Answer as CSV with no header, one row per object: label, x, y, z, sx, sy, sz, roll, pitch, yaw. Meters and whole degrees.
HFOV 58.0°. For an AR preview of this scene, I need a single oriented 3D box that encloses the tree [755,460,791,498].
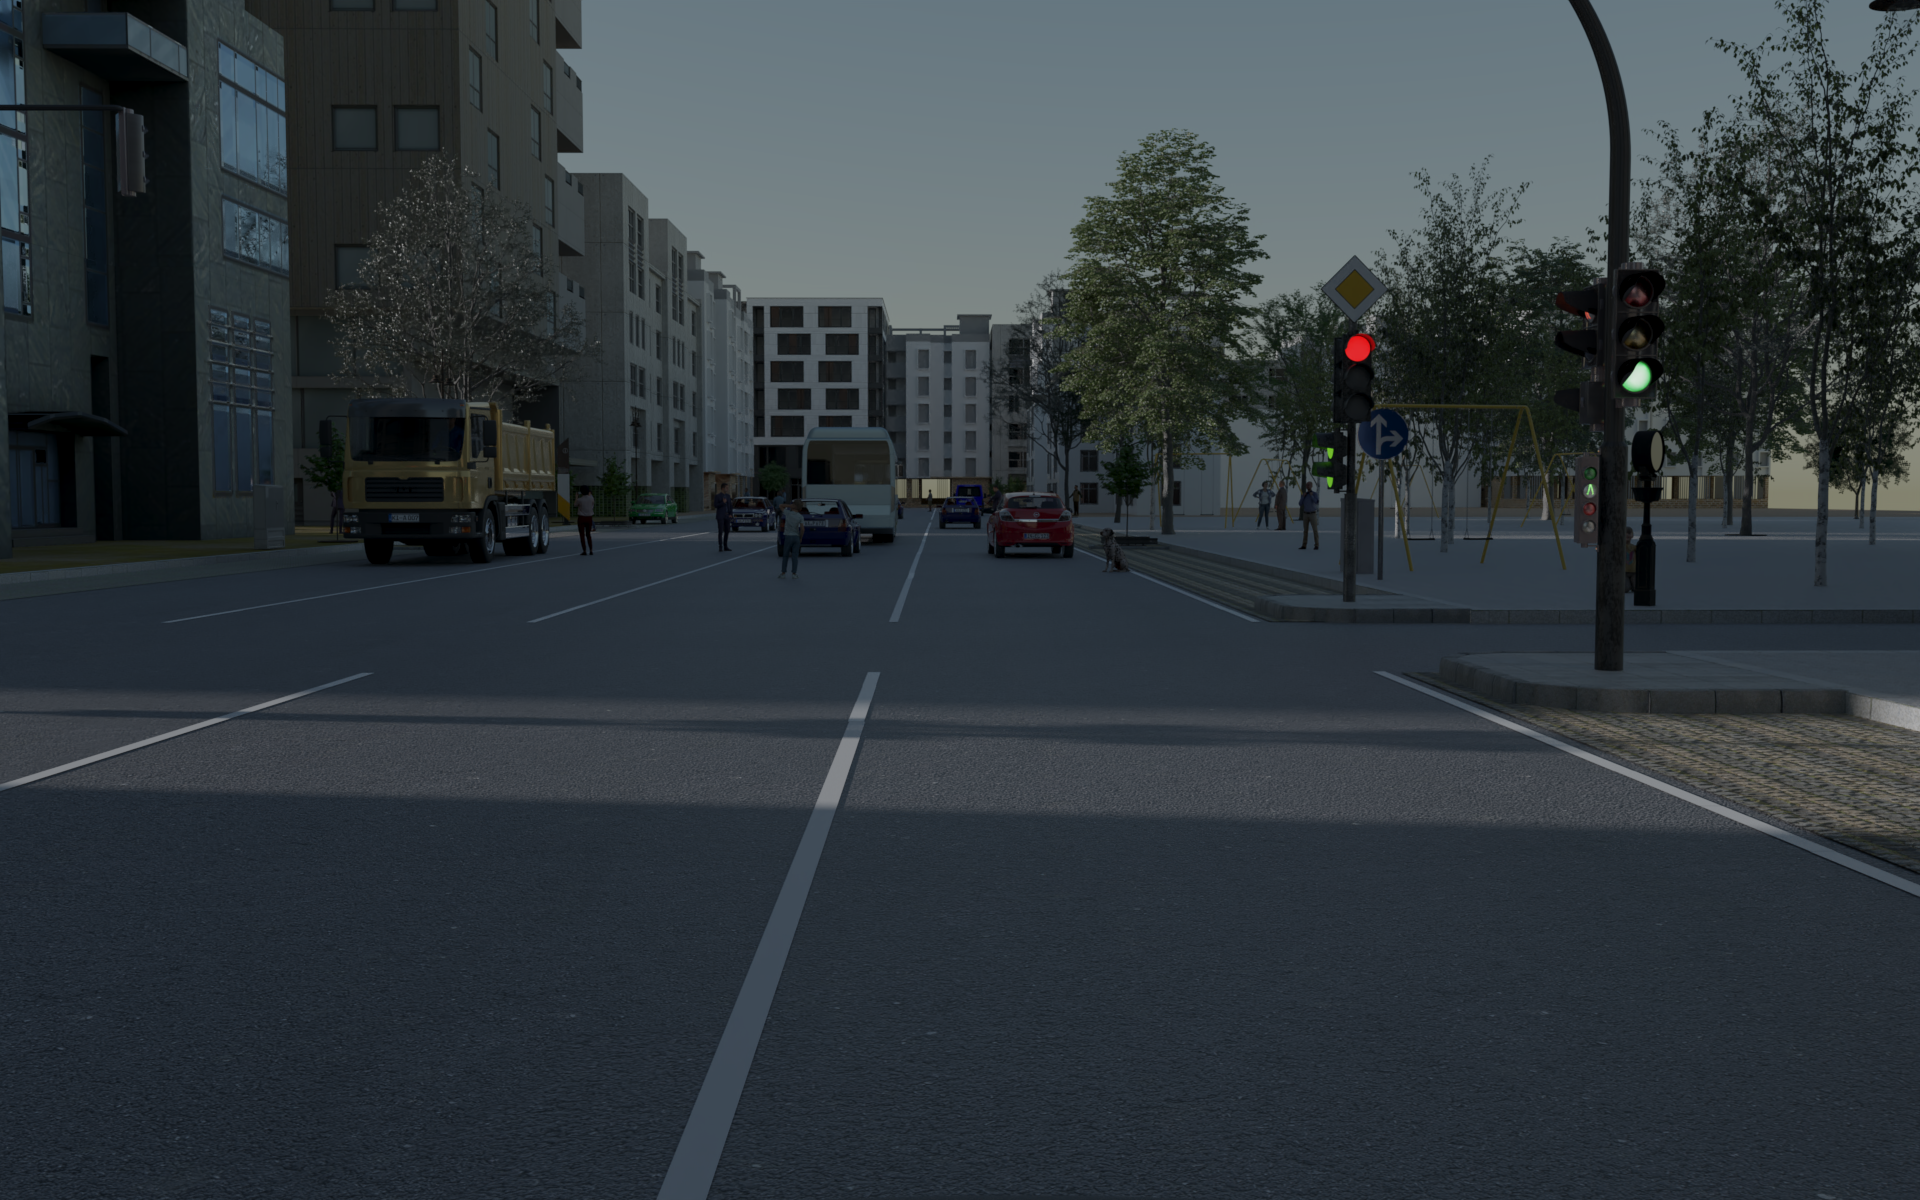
tree,-17.830,-11.104,165.268,4.285,4.588,4.351,0,3,0

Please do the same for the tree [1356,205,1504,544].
tree,12.650,-5.734,44.114,4.737,8.622,4.395,0,3,0

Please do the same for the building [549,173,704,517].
building,-27.087,-14.975,111.305,16.747,18.905,31.486,0,4,-1

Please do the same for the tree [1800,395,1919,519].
tree,53.851,-7.685,88.548,20.602,7.101,11.467,-1,4,-21

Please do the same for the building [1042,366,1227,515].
building,11.166,-10.760,118.069,9.099,9.664,28.070,0,4,-1

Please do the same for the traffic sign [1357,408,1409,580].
traffic sign,6.290,-1.575,25.852,0.768,2.556,0.104,0,4,2

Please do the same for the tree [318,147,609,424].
tree,-18.038,-9.299,62.406,12.009,13.543,11.850,0,3,0

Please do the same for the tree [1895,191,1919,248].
tree,24.078,-7.186,34.503,9.611,12.733,9.660,0,3,0

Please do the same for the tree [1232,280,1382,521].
tree,16.720,-9.635,83.288,9.928,11.665,9.643,0,3,0

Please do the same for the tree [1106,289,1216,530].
tree,7.088,-6.794,61.449,4.737,8.622,4.395,0,3,0

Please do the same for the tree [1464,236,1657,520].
tree,29.334,-10.946,85.628,9.857,13.997,8.962,0,3,0

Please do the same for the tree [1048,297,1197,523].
tree,7.340,-8.711,76.840,7.601,10.594,8.767,1,4,15

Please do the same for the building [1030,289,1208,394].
building,14.803,-18.904,165.498,16.016,20.091,11.380,0,4,-1

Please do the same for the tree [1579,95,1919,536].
tree,24.299,-8.713,52.833,12.009,13.543,11.850,0,3,0

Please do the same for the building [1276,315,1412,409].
building,41.309,-20.343,189.028,11.380,20.091,16.016,0,4,-1

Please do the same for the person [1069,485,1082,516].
person,6.775,-5.824,101.359,0.705,1.812,1.348,-2,4,-35

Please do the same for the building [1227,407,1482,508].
building,36.349,-13.772,167.318,28.070,9.664,9.099,0,4,-1

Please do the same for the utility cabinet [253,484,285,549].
utility cabinet,-16.025,-1.928,40.197,0.318,1.500,1.173,0,4,-2

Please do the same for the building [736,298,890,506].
building,-24.481,-21.410,194.035,32.646,21.610,27.936,0,4,-1

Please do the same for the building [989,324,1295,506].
building,19.026,-19.716,188.813,31.486,18.905,16.747,0,4,-1

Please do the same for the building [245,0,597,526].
building,-33.169,-30.028,80.194,28.713,52.752,27.495,0,4,-1

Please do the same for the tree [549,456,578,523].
tree,-17.662,-5.037,76.962,1.663,3.219,1.824,0,3,0

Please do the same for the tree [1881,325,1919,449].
tree,34.145,-6.686,59.682,4.737,8.622,4.395,0,3,0

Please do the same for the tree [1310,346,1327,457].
tree,12.677,-6.110,50.254,4.360,8.622,3.978,0,3,0

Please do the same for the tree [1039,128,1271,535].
tree,6.220,-8.349,54.626,7.486,12.596,7.792,0,3,0

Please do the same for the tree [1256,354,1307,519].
tree,17.208,-8.579,90.633,4.360,8.622,3.978,0,3,0

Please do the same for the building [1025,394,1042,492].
building,10.719,-12.473,146.084,9.099,9.664,28.070,0,4,-1

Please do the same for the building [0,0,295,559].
building,-30.074,-44.283,36.706,22.319,86.520,31.000,0,4,-1

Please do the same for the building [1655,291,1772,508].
building,67.739,-18.813,164.013,11.380,20.091,16.016,0,4,-1

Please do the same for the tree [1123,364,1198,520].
tree,9.790,-8.254,85.309,4.360,8.622,3.978,0,3,0

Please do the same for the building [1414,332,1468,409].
building,53.027,-20.330,188.812,11.380,20.091,16.016,0,4,-1

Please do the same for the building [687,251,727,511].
building,-26.826,-16.896,132.665,16.016,20.091,11.380,0,4,-1

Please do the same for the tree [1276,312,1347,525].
tree,14.772,-7.390,71.181,4.737,8.622,4.395,0,3,0

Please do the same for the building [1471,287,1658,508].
building,56.368,-18.757,163.094,11.380,20.091,16.016,0,4,-1

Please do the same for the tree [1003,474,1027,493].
tree,5.554,-10.544,166.998,1.663,3.219,1.824,0,3,0

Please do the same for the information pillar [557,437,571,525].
information pillar,-16.348,-4.900,71.465,0.504,3.616,0.183,-1,4,-17

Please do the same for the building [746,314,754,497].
building,-25.520,-18.744,162.879,11.380,20.091,16.016,0,4,-1

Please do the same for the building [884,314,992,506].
building,-2.406,-20.318,188.616,11.380,20.091,16.016,0,4,-1

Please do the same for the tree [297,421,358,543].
tree,-16.616,-3.128,45.744,1.663,3.219,1.824,0,3,0

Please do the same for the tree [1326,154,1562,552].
tree,10.660,-5.372,38.199,4.360,8.622,3.978,0,3,0

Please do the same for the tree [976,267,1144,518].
tree,5.730,-11.265,94.547,12.009,13.543,11.850,0,3,0

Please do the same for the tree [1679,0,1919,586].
tree,12.228,-4.493,23.816,4.360,8.622,3.978,0,3,0

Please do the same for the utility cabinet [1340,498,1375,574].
utility cabinet,6.487,-1.046,28.266,0.306,1.237,1.020,0,4,-3

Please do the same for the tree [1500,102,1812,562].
tree,13.655,-5.033,32.651,4.737,8.622,4.395,0,3,0

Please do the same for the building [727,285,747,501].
building,-26.800,-17.648,144.958,16.016,20.091,11.380,0,4,-1

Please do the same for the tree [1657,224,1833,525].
tree,32.223,-9.385,71.570,7.486,12.596,7.792,0,3,0
